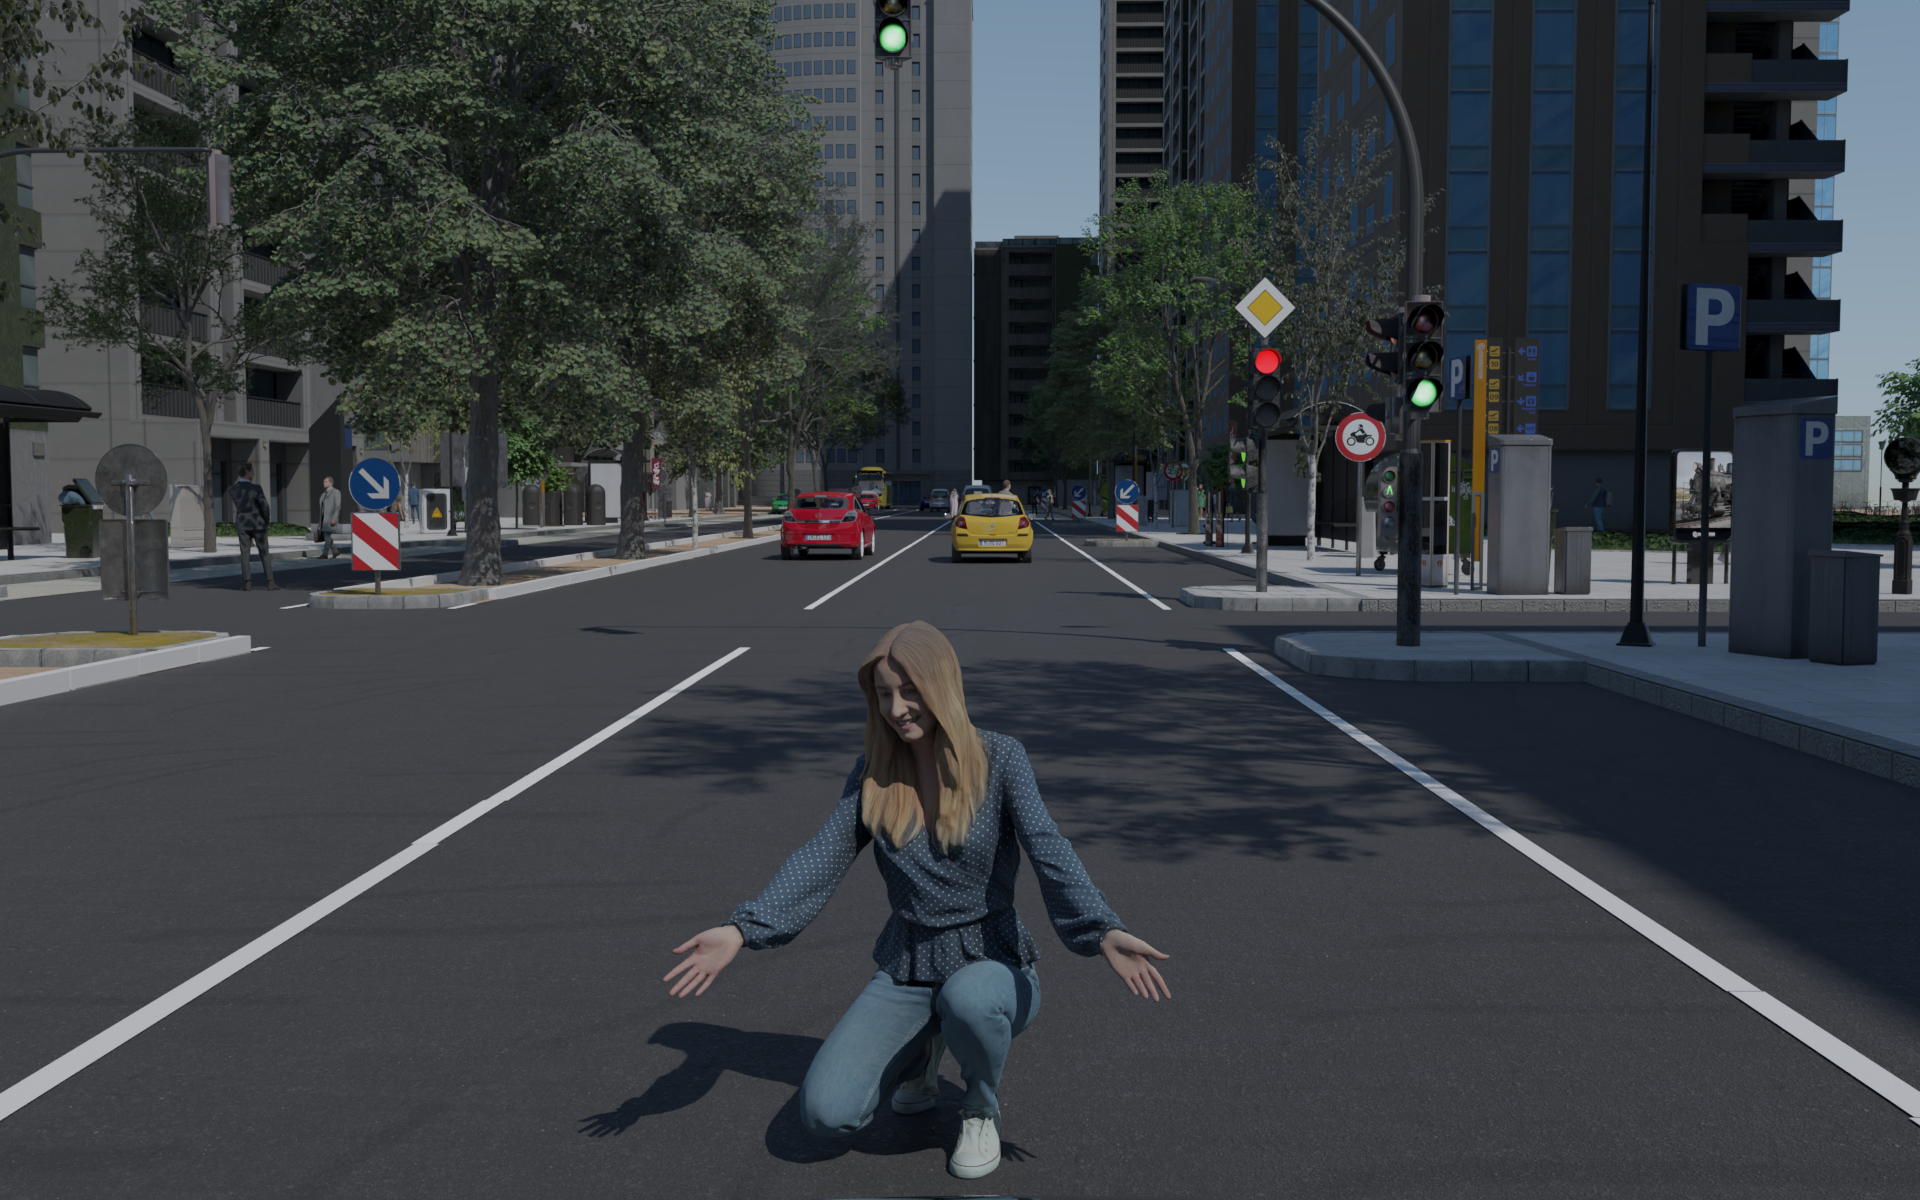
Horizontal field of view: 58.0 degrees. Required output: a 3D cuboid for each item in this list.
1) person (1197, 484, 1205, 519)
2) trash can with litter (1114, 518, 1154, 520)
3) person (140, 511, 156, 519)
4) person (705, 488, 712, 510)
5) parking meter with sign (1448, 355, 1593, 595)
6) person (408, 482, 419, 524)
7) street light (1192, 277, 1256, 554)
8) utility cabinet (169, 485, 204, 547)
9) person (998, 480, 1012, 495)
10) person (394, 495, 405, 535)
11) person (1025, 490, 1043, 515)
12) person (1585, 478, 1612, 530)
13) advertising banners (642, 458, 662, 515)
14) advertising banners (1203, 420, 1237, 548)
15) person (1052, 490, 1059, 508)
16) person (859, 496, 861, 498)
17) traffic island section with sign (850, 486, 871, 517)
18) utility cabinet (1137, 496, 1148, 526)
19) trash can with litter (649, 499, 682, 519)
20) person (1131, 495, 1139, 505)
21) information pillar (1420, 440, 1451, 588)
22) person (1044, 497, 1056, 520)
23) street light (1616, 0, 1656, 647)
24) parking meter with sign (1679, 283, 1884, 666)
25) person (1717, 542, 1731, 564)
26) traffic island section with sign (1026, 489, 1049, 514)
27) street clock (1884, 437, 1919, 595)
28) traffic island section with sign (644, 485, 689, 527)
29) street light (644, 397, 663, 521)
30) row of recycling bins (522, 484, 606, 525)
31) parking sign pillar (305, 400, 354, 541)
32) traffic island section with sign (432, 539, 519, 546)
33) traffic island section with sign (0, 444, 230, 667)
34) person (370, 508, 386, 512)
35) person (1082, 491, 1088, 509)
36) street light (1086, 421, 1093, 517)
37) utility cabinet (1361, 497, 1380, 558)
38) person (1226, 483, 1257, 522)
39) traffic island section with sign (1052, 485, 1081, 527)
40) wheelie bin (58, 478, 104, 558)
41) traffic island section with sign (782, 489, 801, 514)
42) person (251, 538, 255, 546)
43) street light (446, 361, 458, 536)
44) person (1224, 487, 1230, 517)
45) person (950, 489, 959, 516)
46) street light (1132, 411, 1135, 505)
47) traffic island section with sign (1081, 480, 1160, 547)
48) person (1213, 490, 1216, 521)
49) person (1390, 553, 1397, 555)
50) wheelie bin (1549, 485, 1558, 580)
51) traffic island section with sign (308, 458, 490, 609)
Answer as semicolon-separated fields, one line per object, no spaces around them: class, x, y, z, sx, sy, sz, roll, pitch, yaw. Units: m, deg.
person;12.366;-5.061;89.033;0.600;1.795;0.529;1;4;10
trash can with litter;8.677;-4.519;84.939;2.233;1.210;1.678;2;4;31
person;-25.670;-2.988;54.754;0.748;1.841;0.638;0;4;8
person;-20.317;-8.127;139.595;0.621;1.740;0.551;3;4;37
parking meter with sign;7.147;-1.578;22.054;1.738;3.016;0.543;0;4;-5
person;-23.387;-4.165;74.329;0.721;1.800;0.419;-1;4;-15
street light;5.659;-3.954;37.189;1.470;5.913;1.316;0;4;1
utility cabinet;-18.434;-2.007;41.485;0.318;1.500;1.173;0;4;8
person;1.281;-2.279;45.960;0.583;1.804;0.606;-3;5;-44
person;-17.388;-2.632;53.748;0.373;1.253;0.362;-2;4;-30
person;4.945;-6.499;115.479;1.217;1.735;0.721;1;4;22
person;19.264;-2.801;52.194;0.721;1.781;0.623;3;5;42
advertising banners;-15.434;-5.361;83.837;2.074;3.025;0.090;-1;4;-16
advertising banners;6.275;-2.789;41.787;0.090;3.025;2.074;-1;4;-12
person;9.074;-9.610;164.107;0.756;1.711;0.436;-1;4;-23
person;-8.305;-7.986;138.944;0.709;1.838;0.599;2;4;24
traffic island section with sign;-5.914;-5.477;97.682;2.006;1.907;1.989;0;4;1
utility cabinet;7.445;-3.634;70.575;0.306;1.237;1.020;1;4;14
trash can with litter;-15.639;-4.836;90.120;2.233;1.210;1.678;3;5;41
person;7.428;-4.101;73.368;0.520;1.790;0.573;2;4;31
information pillar;6.483;-1.175;23.705;0.304;2.012;0.304;-2;4;-23
person;4.922;-5.021;94.871;0.640;1.303;0.475;0;4;2
street light;5.197;-2.569;14.537;1.470;5.913;1.316;0;4;1
parking meter with sign;6.497;-1.066;13.697;0.543;3.016;1.738;-1;4;-18
person;14.071;-1.540;31.410;0.709;1.800;0.728;-1;4;-19
traffic island section with sign;5.972;-7.085;124.466;1.989;1.847;2.006;0;4;1
street clock;12.067;-1.074;22.127;0.358;2.002;0.471;-3;5;-43
traffic island section with sign;-12.814;-4.059;74.990;1.989;1.847;2.006;0;4;1
street light;-14.457;-6.728;82.551;1.470;5.913;1.316;0;4;1
row of recycling bins;-16.312;-3.927;71.315;3.534;1.692;1.069;0;4;5
parking sign pillar;-17.419;-3.640;47.984;1.447;3.967;1.447;2;4;30
traffic island section with sign;-13.354;-2.408;47.992;1.989;1.847;2.006;0;4;1
traffic island section with sign;-7.540;-0.429;15.152;2.006;1.907;1.989;0;4;1
person;-26.055;-4.374;77.662;0.694;1.812;0.767;-2;4;-35
person;10.058;-8.144;139.871;0.551;1.740;0.621;-2;4;-30
street light;6.761;-7.639;97.438;1.470;5.913;1.316;0;4;1
utility cabinet;8.372;-1.472;35.233;0.306;1.237;1.020;2;4;24
person;12.923;-4.476;79.439;1.509;1.804;0.699;0;4;-6
traffic island section with sign;5.012;-4.071;75.186;1.989;1.847;2.006;0;4;1
wheelie bin;-17.618;-1.640;34.720;0.693;1.594;0.980;0;4;-4
traffic island section with sign;-11.824;-7.143;125.419;1.989;1.847;2.006;0;4;1
person;-17.504;-2.218;42.532;0.478;1.798;0.641;-2;4;-35
street light;-14.968;-4.902;52.684;1.470;5.913;1.316;0;4;1
person;15.226;-5.680;99.051;1.348;1.807;0.705;-1;4;-14
person;-0.354;-5.870;105.138;0.551;1.740;0.621;-1;4;-14
street light;6.243;-5.812;67.571;1.470;5.913;1.316;0;4;1
traffic island section with sign;4.472;-2.413;48.077;1.989;1.847;2.006;0;4;1
person;12.383;-4.554;83.094;0.503;1.515;0.523;-1;4;-20
person;9.024;-1.871;36.599;0.622;1.834;0.822;-2;4;-27
wheelie bin;7.830;-0.984;24.003;0.693;1.594;0.980;-1;4;-14
traffic island section with sign;-7.384;-0.882;22.558;2.006;1.907;1.989;0;4;1
